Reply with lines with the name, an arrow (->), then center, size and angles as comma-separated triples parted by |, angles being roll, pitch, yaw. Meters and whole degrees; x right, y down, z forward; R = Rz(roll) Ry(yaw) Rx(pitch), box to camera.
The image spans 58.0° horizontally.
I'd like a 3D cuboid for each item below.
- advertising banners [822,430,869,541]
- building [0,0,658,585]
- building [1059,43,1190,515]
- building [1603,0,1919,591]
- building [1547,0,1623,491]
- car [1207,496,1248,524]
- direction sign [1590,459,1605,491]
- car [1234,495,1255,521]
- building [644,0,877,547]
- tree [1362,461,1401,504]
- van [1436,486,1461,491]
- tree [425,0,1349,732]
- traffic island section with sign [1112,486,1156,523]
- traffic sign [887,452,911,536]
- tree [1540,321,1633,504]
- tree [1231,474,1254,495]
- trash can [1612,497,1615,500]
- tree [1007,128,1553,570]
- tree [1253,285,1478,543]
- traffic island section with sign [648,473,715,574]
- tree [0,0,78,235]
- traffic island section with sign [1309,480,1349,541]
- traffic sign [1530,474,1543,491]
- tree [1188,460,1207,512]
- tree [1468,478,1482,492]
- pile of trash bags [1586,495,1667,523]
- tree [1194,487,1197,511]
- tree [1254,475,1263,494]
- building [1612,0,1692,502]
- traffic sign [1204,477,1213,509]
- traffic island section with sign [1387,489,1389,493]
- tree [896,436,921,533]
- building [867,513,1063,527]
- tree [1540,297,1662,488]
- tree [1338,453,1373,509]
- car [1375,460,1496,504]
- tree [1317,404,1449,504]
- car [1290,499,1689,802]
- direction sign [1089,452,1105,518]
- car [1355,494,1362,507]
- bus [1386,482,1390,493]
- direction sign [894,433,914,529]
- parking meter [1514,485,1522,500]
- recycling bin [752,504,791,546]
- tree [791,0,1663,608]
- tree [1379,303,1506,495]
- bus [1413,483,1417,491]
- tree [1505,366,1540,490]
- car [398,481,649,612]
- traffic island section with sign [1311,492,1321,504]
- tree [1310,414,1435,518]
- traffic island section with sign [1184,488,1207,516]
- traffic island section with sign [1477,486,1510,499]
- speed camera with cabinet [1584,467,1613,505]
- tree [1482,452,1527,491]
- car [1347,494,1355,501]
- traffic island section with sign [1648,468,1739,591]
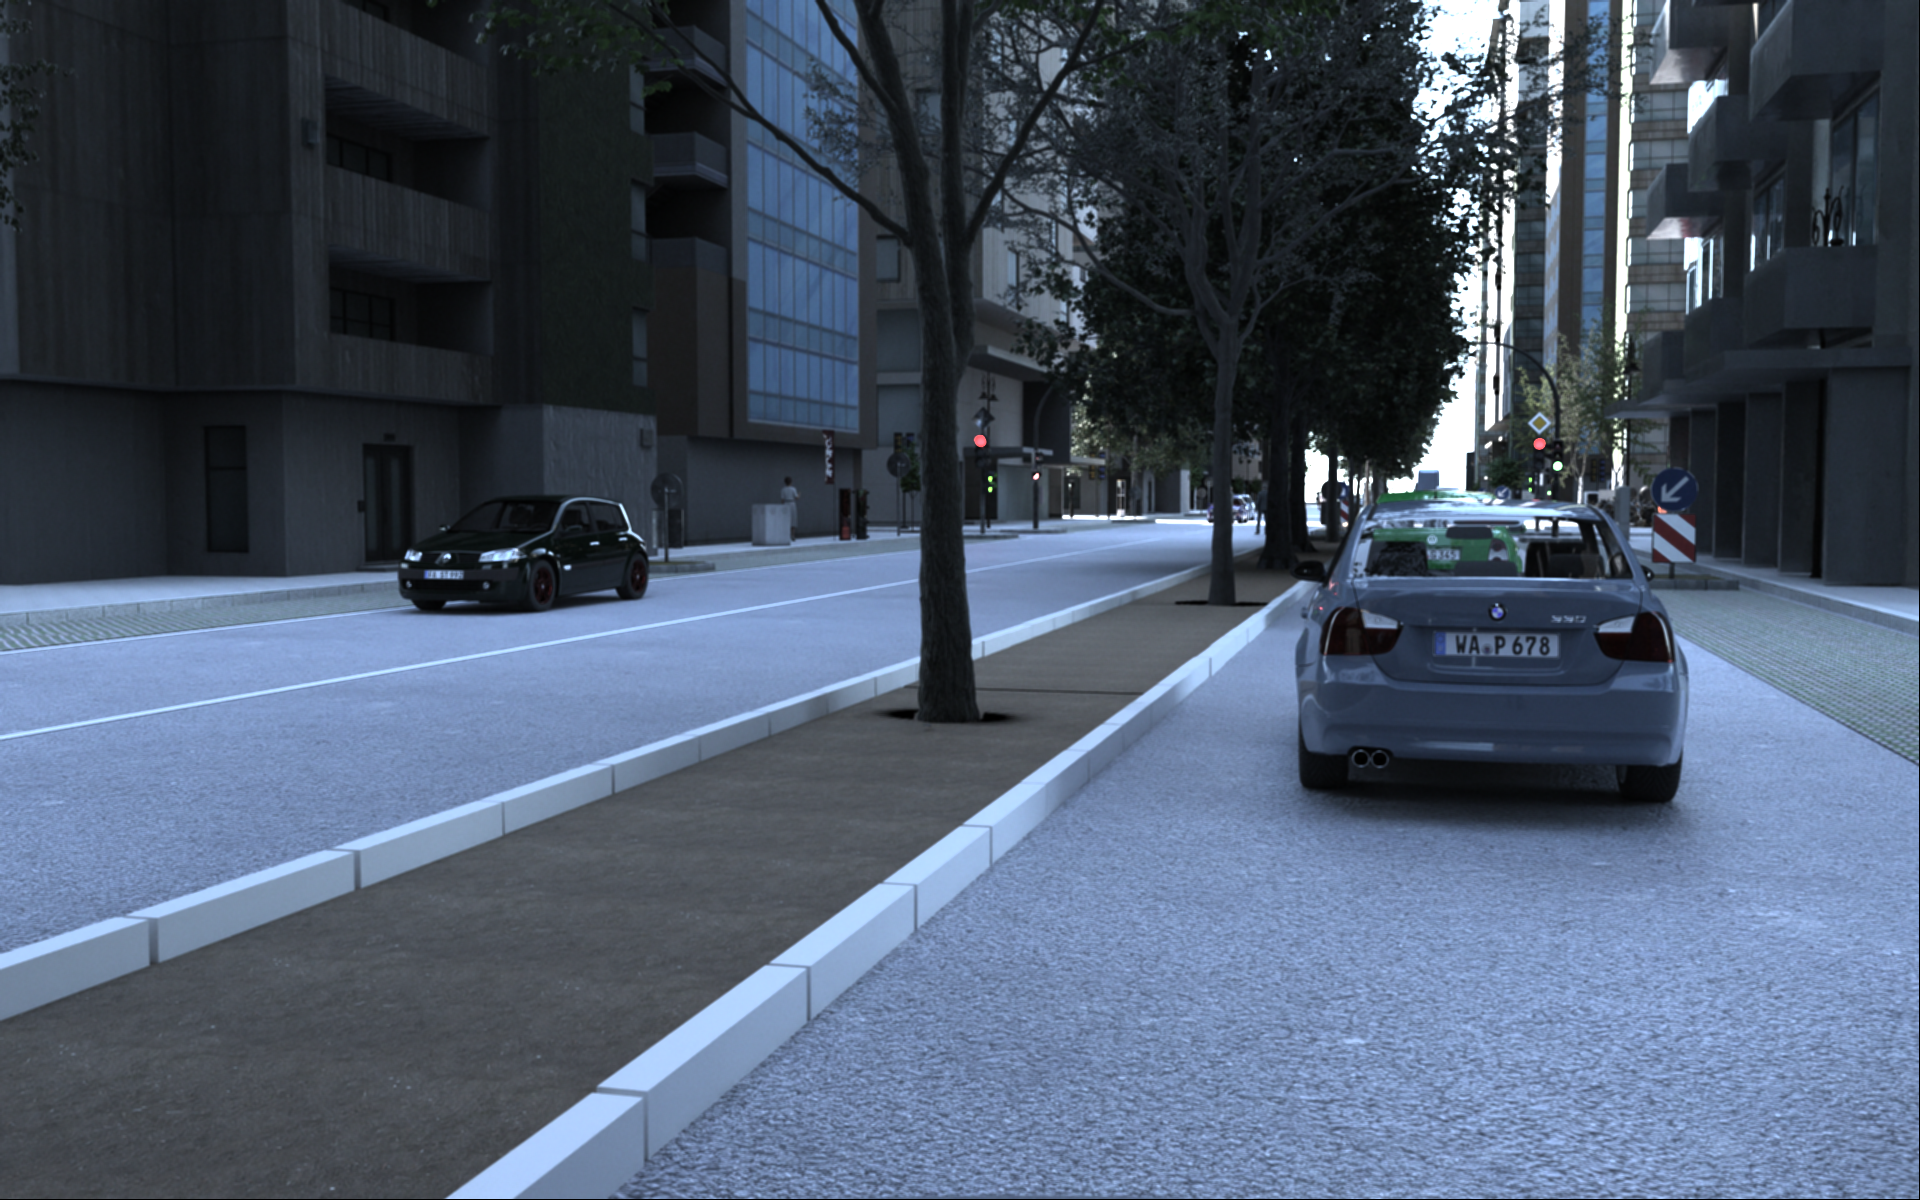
advertising banners -> -3.159, -3.160, 47.854 | 0.090, 3.025, 2.074 | 2, 4, 33
building -> -14.780, -15.797, 29.983 | 14.160, 30.474, 14.107 | 1, 4, 15
building -> 7.169, -20.858, 112.725 | 14.160, 30.474, 14.107 | 1, 4, 15
building -> 24.295, -24.969, 27.850 | 23.786, 49.044, 30.456 | 1, 4, 15
building -> 48.770, -28.811, 121.168 | 14.600, 45.320, 14.200 | 1, 4, 15
car -> 13.243, -4.465, 85.587 | 1.945, 1.354, 3.894 | 1, 4, 15
direction sign -> 41.198, -7.336, 111.943 | 0.876, 3.537, 0.379 | 2, 4, 27
car -> 14.966, -5.000, 93.759 | 2.014, 1.417, 4.499 | 1, 4, 15
building -> -11.285, -24.419, 49.367 | 14.200, 45.320, 14.600 | 1, 4, 15
tree -> 23.650, -8.957, 99.267 | 4.360, 8.622, 3.978 | 0, 3, 0
van -> 26.208, -5.262, 93.053 | 2.013, 2.044, 4.112 | 1, 4, 16
tree -> -0.153, -5.049, 10.759 | 9.928, 11.665, 9.643 | 0, 3, 0
traffic island section with sign -> 8.652, -4.713, 85.691 | 1.989, 1.847, 2.006 | 1, 4, 15
traffic sign -> -1.870, -3.214, 52.661 | 0.768, 2.556, 0.104 | 1, 4, 16
tree -> 26.898, -7.600, 74.630 | 4.360, 8.622, 3.978 | 0, 3, 0
tree -> 25.089, -9.824, 155.223 | 1.663, 3.219, 1.824 | 0, 3, 0
trash can -> 32.105, -4.441, 84.258 | 0.748, 1.137, 0.748 | 0, 3, 0
tree -> 6.055, -6.919, 32.593 | 9.611, 12.733, 9.660 | 0, 3, 0
tree -> 10.971, -7.931, 50.254 | 7.486, 12.596, 7.792 | 0, 3, 0
traffic island section with sign -> -5.633, -1.430, 32.004 | 1.989, 1.847, 2.006 | 1, 4, 15
tree -> -12.212, -4.241, 19.706 | 4.360, 8.622, 3.978 | 0, 3, 0
traffic island section with sign -> 11.370, -2.762, 53.297 | 2.006, 1.907, 1.989 | 1, 4, 15
traffic sign -> 28.488, -5.107, 85.623 | 0.606, 2.300, 0.079 | 2, 4, 24
tree -> 16.551, -8.773, 127.157 | 4.285, 4.588, 4.351 | 0, 3, 0
tree -> 63.480, -13.319, 212.359 | 1.663, 3.219, 1.824 | 0, 3, 0
pile of trash bags -> 27.526, -3.764, 71.287 | 3.447, 1.369, 1.912 | 0, 4, 8
tree -> 18.105, -11.212, 133.672 | 4.360, 8.622, 3.978 | 0, 3, 0
tree -> 29.482, -10.827, 171.625 | 1.663, 3.219, 1.824 | 0, 3, 0
building -> 44.312, -25.297, 97.195 | 14.154, 41.232, 14.086 | 1, 4, 15
traffic sign -> 18.664, -7.934, 129.832 | 0.768, 2.556, 0.104 | 2, 4, 24
traffic island section with sign -> 32.589, -7.642, 133.079 | 2.006, 1.907, 1.989 | 1, 4, 15
tree -> -1.645, -3.837, 57.338 | 1.663, 3.219, 1.824 | 0, 3, 0
building -> -8.764, -30.013, 79.953 | 28.713, 52.752, 27.495 | 1, 4, 15
tree -> 24.371, -6.954, 64.067 | 4.737, 8.622, 4.395 | 0, 3, 0
tree -> 22.110, -8.688, 94.874 | 4.737, 8.622, 4.395 | 0, 3, 0
car -> 5.444, -0.670, 19.755 | 1.959, 1.807, 4.718 | 1, 4, 17
tree -> 31.652, -13.443, 128.912 | 9.857, 13.997, 8.962 | 0, 3, 0
car -> 2.803, 0.153, 9.497 | 2.014, 1.417, 4.499 | 1, 4, 14
direction sign -> 7.370, -6.193, 93.258 | 0.876, 3.537, 0.379 | 0, 4, 3
car -> 38.331, -9.371, 165.017 | 2.131, 1.459, 4.920 | 1, 4, 17
bus -> 62.451, -16.070, 257.606 | 2.948, 3.499, 13.247 | 1, 4, 15
direction sign -> -2.067, -4.409, 64.080 | 0.876, 3.537, 0.379 | -2, 4, -35
parking meter -> 32.711, -5.861, 101.539 | 0.399, 1.863, 0.255 | 2, 4, 33
recycling bin -> -4.686, -1.861, 42.974 | 0.722, 1.027, 0.722 | -3, 5, -39
tree -> 3.375, -6.678, 22.011 | 12.009, 13.543, 11.850 | 0, 3, 0
tree -> 29.873, -15.834, 117.240 | 12.611, 20.169, 13.585 | 0, 3, 0
bus -> 72.807, -16.999, 272.785 | 2.948, 3.499, 13.247 | 1, 4, 14
tree -> 31.761, -8.841, 94.916 | 4.737, 8.622, 4.395 | 0, 3, 0
car -> -5.540, -0.772, 22.403 | 2.009, 1.686, 4.222 | 1, 4, 16
traffic island section with sign -> 49.635, -14.138, 239.777 | 1.989, 1.847, 2.006 | 1, 4, 15
tree -> 17.499, -8.527, 76.280 | 8.767, 10.594, 7.601 | 1, 4, 15
traffic island section with sign -> 15.590, -6.307, 111.742 | 1.989, 1.847, 2.006 | 1, 4, 15
traffic island section with sign -> 25.301, -4.446, 81.313 | 1.989, 1.847, 2.006 | 1, 4, 15
speed camera with cabinet -> 40.676, -7.061, 109.776 | 2.038, 3.252, 0.660 | 1, 4, 12
tree -> 42.032, -9.178, 133.769 | 4.285, 4.588, 4.351 | 0, 3, 0
car -> 55.501, -14.427, 245.668 | 2.009, 1.686, 4.222 | 1, 4, 14
traffic island section with sign -> 10.786, -1.106, 26.713 | 1.989, 1.847, 2.006 | 1, 4, 15
